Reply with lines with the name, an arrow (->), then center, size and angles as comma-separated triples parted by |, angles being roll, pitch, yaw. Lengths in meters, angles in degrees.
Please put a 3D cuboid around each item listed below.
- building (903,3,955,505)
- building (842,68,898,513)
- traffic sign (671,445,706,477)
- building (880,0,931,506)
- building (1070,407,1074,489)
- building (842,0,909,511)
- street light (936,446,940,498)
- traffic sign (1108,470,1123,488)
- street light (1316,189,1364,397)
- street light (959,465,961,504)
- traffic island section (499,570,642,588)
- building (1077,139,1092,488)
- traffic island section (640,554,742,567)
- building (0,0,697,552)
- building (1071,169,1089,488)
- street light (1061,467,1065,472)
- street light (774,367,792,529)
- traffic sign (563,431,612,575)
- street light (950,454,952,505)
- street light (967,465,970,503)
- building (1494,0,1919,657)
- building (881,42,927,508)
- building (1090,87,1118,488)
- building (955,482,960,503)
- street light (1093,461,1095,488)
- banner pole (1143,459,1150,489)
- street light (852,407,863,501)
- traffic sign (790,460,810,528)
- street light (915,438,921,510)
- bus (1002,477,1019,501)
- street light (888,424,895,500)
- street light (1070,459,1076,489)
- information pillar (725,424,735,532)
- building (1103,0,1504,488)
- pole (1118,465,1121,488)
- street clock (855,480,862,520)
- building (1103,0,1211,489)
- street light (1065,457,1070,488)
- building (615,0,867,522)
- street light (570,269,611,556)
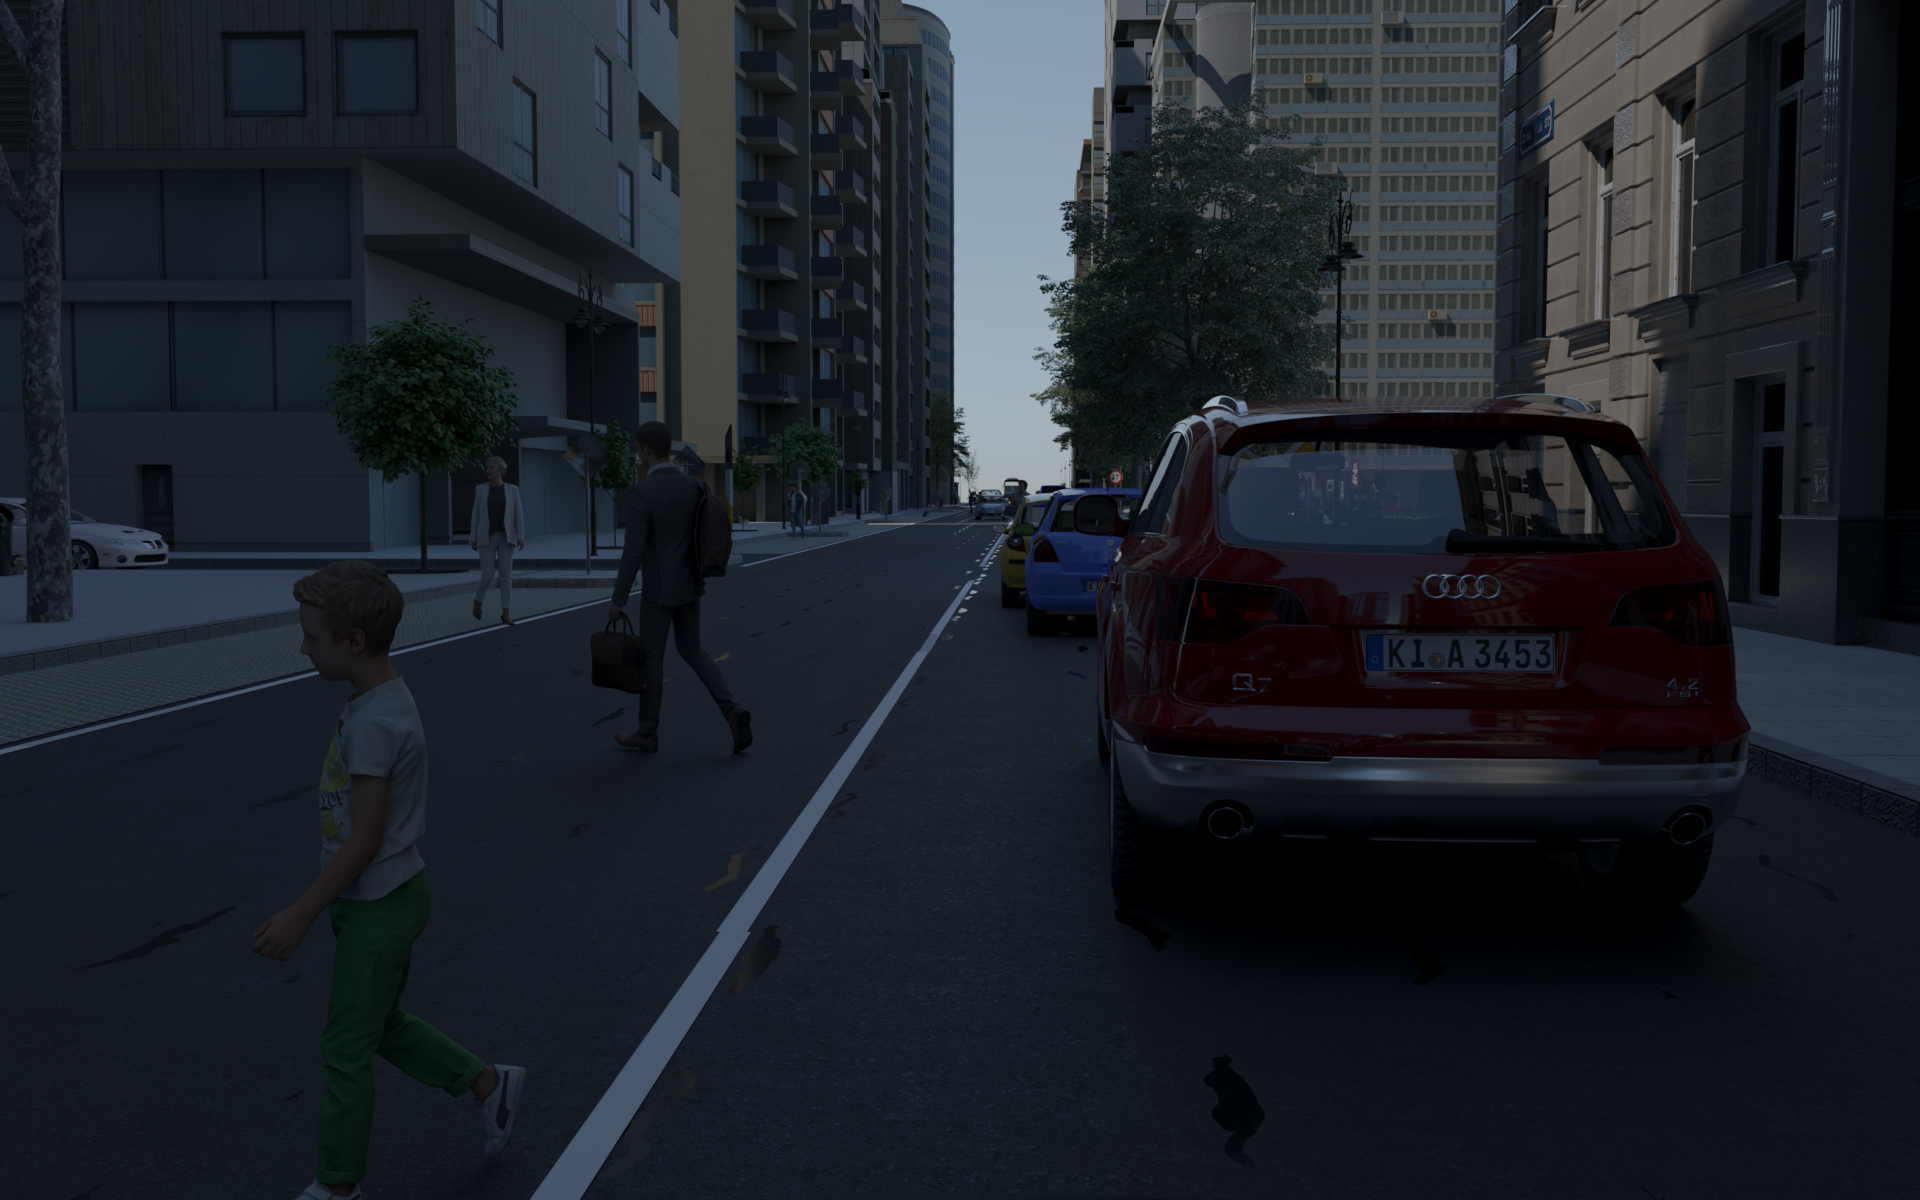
building -> -11.789, -40.775, 208.676 | 21.231, 58.520, 28.212 | 0, 4, 2
building -> -11.806, -21.205, 118.405 | 14.160, 30.474, 14.107 | 0, 4, 2
traffic sign -> -5.594, -1.950, 35.523 | 0.795, 2.450, 0.064 | 0, 4, 2
building -> -14.156, -33.460, 170.780 | 21.300, 48.544, 21.600 | 0, 4, 2
building -> 30.423, -25.047, 254.565 | 27.650, 21.520, 28.899 | 0, 4, 2
building -> -14.551, -42.612, 134.950 | 20.563, 71.187, 20.611 | 0, 4, 2
street light -> -2.167, -11.885, 167.109 | 0.468, 5.910, 1.993 | 0, 4, 2
traffic sign -> 8.112, -5.524, 90.422 | 0.768, 2.556, 0.104 | 1, 4, 11
street light -> 5.815, -3.294, 26.645 | 0.468, 5.910, 1.993 | 0, 4, 2
street light -> 0.030, -15.288, 222.747 | 0.468, 5.910, 1.993 | 0, 4, 2
traffic island section -> -5.944, -0.326, 27.607 | 2.009, 0.180, 2.903 | 0, 4, 2
building -> 25.534, -33.985, 210.282 | 22.147, 44.769, 28.867 | 0, 4, 2
traffic island section -> -5.618, -0.814, 35.585 | 2.009, 0.180, 2.903 | 0, 4, 2
building -> -23.573, -28.137, 49.286 | 28.713, 52.752, 27.495 | 0, 4, 2
building -> 22.345, -35.629, 232.640 | 14.600, 45.320, 14.200 | 0, 4, 2
street light -> 14.654, -16.440, 241.586 | 0.468, 5.910, 1.993 | 0, 4, 2
street light -> -6.409, -5.512, 62.904 | 0.468, 5.910, 1.993 | 0, 4, 2
traffic sign -> -5.920, -1.462, 27.544 | 0.795, 2.450, 0.064 | 0, 4, 2
street light -> -1.044, -13.629, 195.614 | 0.468, 5.910, 1.993 | 0, 4, 2
street light -> 1.274, -16.964, 250.155 | 0.468, 5.910, 1.993 | 0, 4, 2
building -> 13.008, -13.180, 12.755 | 12.463, 27.353, 25.104 | 0, 4, 2
building -> -10.430, -28.711, 153.027 | 14.154, 41.232, 14.086 | 0, 4, 2
building -> 20.390, -30.200, 177.369 | 14.154, 41.232, 14.086 | 0, 4, 2
building -> -16.413, -34.117, 249.700 | 32.217, 40.220, 23.993 | 0, 4, 2
street light -> 10.091, -9.647, 130.519 | 0.468, 5.910, 1.993 | 0, 4, 2
banner pole -> 11.703, -7.164, 107.141 | 0.863, 3.779, 0.401 | 1, 4, 20
street light -> -5.362, -7.199, 90.499 | 0.468, 5.910, 1.993 | 0, 4, 2
traffic sign -> -6.072, -4.007, 65.626 | 0.768, 2.556, 0.104 | 0, 4, 4
street light -> -3.414, -10.219, 139.873 | 0.468, 5.910, 1.993 | 0, 4, 2
bus -> 7.869, -16.462, 260.692 | 2.896, 3.916, 12.252 | 0, 4, 2
street light -> -4.484, -8.545, 112.497 | 0.468, 5.910, 1.993 | 0, 4, 2
street light -> 12.306, -13.017, 185.623 | 0.468, 5.910, 1.993 | 0, 4, 2
information pillar -> -7.779, -4.096, 58.328 | 0.183, 3.616, 0.504 | -2, 4, -28
building -> 27.145, -26.822, 130.423 | 32.217, 40.220, 23.993 | 0, 4, 2
pole -> 9.852, -6.915, 106.897 | 0.158, 3.312, 0.155 | 0, 3, 0
street clock -> -5.097, -5.032, 86.850 | 0.358, 2.002, 0.471 | -1, 4, -17
building -> 26.882, -34.653, 155.807 | 28.713, 52.752, 27.495 | 0, 4, 2
street light -> 13.555, -14.759, 214.090 | 0.468, 5.910, 1.993 | 0, 4, 2
building -> -16.655, -26.683, 90.894 | 22.147, 44.769, 28.867 | 0, 4, 2
street light -> -7.601, -3.852, 35.776 | 0.468, 5.910, 1.993 | 0, 4, 2
